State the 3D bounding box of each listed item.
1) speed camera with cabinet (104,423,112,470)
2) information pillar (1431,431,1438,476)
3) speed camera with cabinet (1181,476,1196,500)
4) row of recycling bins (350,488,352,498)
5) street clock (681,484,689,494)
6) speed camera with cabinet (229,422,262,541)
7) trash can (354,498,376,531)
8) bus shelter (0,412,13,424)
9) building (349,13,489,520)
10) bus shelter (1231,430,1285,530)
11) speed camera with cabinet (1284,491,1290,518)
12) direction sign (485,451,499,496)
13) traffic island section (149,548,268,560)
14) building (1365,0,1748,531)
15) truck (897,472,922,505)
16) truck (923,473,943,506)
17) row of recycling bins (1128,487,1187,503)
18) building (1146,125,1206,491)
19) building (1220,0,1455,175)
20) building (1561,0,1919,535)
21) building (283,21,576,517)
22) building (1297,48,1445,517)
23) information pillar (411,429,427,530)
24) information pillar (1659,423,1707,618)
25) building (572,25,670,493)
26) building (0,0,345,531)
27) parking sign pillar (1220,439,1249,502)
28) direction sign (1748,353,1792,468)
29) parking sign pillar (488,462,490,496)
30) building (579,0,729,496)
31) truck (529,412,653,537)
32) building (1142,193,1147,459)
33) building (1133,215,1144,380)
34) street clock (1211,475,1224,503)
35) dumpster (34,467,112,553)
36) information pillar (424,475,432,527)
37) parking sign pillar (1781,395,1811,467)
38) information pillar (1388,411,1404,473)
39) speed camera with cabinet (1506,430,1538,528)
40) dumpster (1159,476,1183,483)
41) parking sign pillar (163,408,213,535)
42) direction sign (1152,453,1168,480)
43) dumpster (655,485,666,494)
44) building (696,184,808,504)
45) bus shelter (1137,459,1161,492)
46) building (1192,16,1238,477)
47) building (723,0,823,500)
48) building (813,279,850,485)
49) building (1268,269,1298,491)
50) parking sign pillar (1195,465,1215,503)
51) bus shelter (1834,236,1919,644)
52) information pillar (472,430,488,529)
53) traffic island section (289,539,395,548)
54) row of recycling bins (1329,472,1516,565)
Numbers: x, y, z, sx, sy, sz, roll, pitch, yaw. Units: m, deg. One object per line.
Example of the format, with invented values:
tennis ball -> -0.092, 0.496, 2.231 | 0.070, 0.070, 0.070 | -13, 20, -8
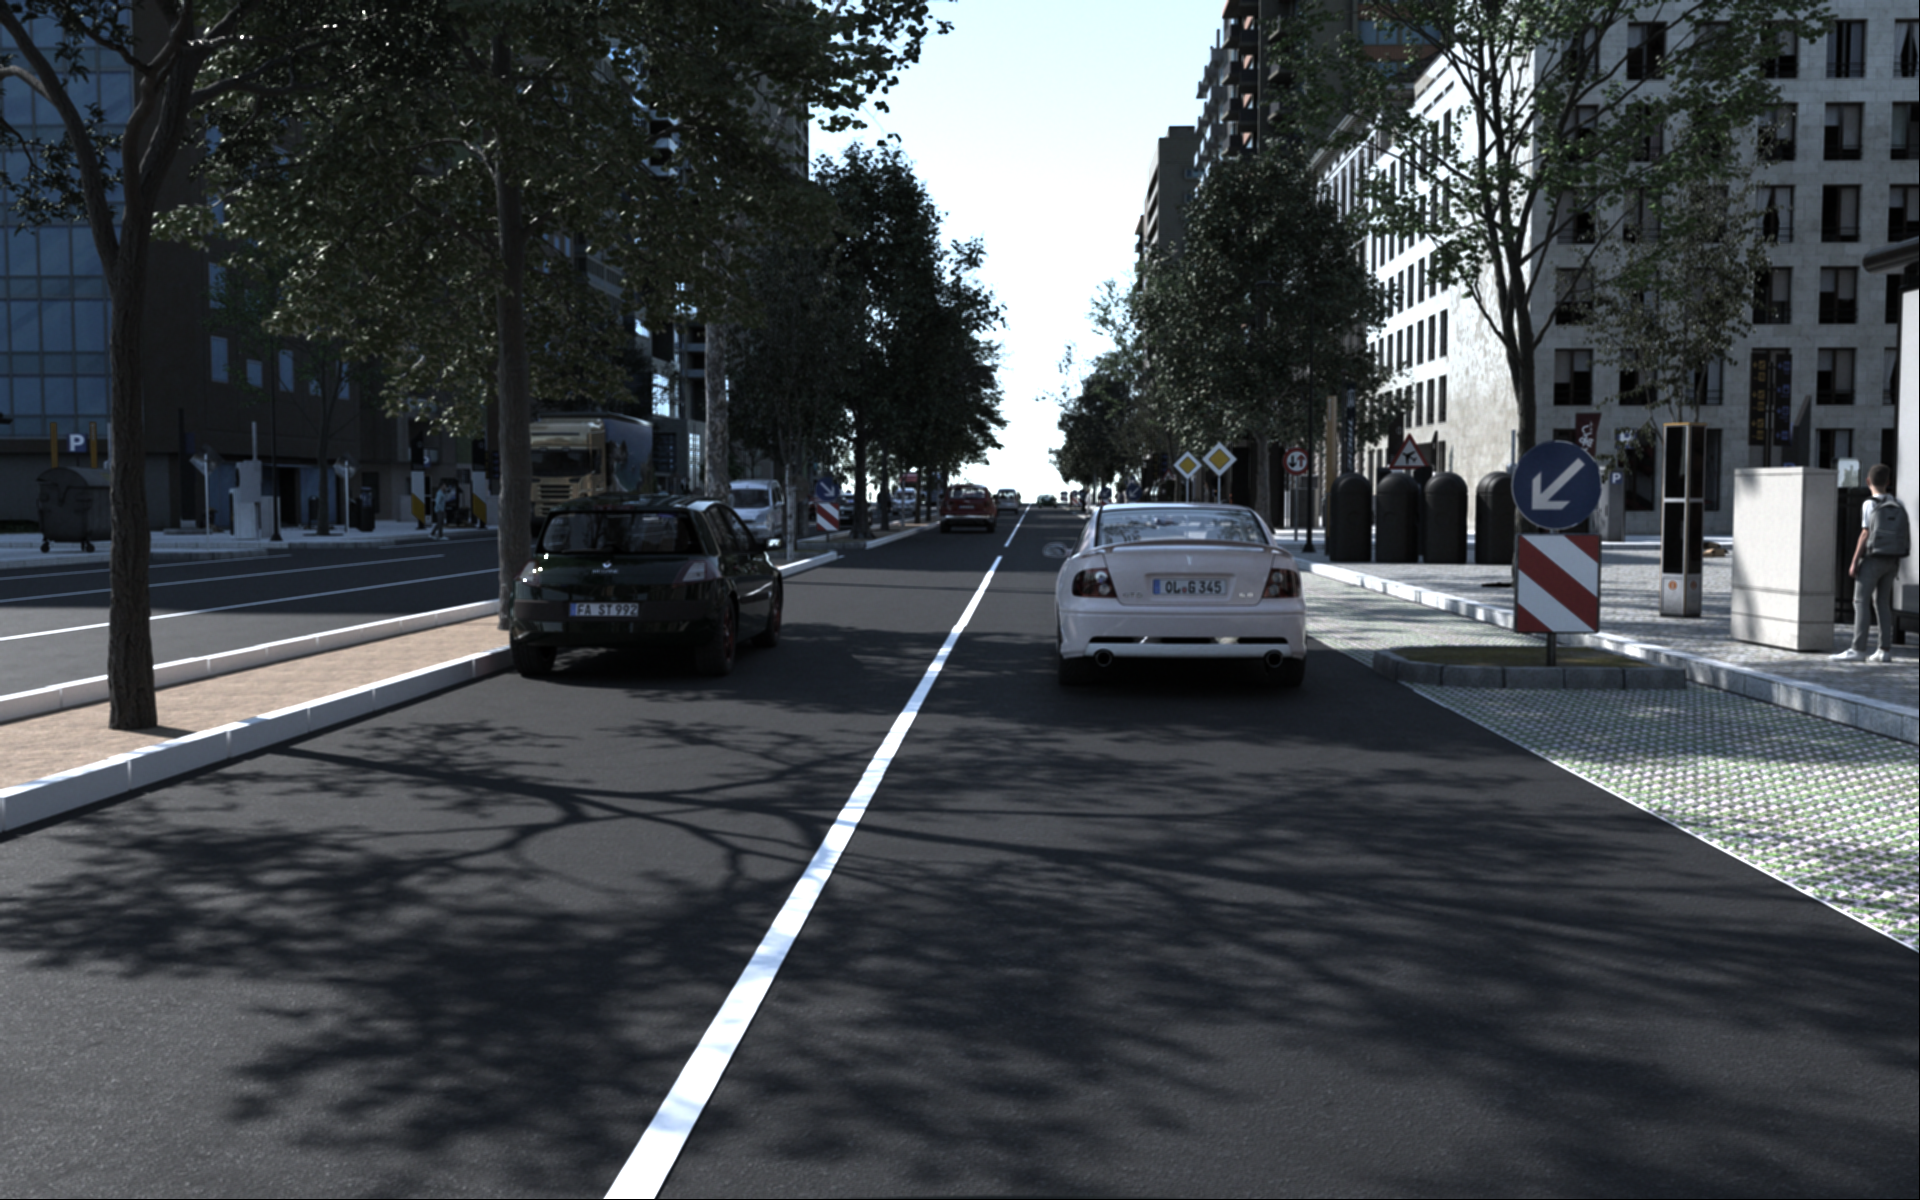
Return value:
speed camera with cabinet -> -23.014, -3.264, 47.703 | 0.660, 3.252, 2.038 | -3, 4, -38
information pillar -> 17.577, -4.456, 64.213 | 0.183, 3.616, 0.504 | 0, 4, 0
speed camera with cabinet -> 15.062, -7.308, 113.821 | 2.038, 3.252, 0.660 | 1, 4, 9
row of recycling bins -> -28.376, -4.384, 78.797 | 1.069, 1.692, 3.534 | 0, 4, -6
street clock -> -18.293, -6.764, 115.163 | 0.471, 2.002, 0.358 | 1, 4, 9
speed camera with cabinet -> -19.828, -3.282, 48.004 | 0.660, 3.252, 2.038 | -2, 4, -30
trash can -> -20.742, -2.983, 60.430 | 0.748, 1.137, 0.748 | 0, 3, 0
bus shelter -> -21.167, -2.451, 33.993 | 2.014, 3.302, 5.546 | 0, 4, 3
building -> -33.145, -24.686, 87.211 | 14.154, 41.232, 14.086 | 0, 4, 3
bus shelter -> 11.101, -4.543, 65.564 | 1.731, 3.624, 6.357 | 0, 4, 3
speed camera with cabinet -> 16.886, -5.980, 92.102 | 2.038, 3.252, 0.660 | 3, 5, 43
direction sign -> -24.444, -6.009, 90.250 | 0.876, 3.537, 0.379 | -2, 4, -34
traffic island section -> -17.066, -1.038, 39.254 | 2.009, 0.180, 2.903 | 0, 4, 3
building -> 23.896, -13.317, 72.489 | 10.420, 20.320, 16.860 | 0, 4, 3
truck -> -6.249, -14.103, 219.494 | 2.839, 4.237, 11.283 | 0, 4, 1
truck -> -2.738, -13.831, 215.899 | 2.967, 4.110, 18.799 | 0, 4, 2
row of recycling bins -> 11.743, -5.879, 103.235 | 3.534, 1.692, 1.069 | -1, 4, -17
building -> 35.477, -36.706, 223.842 | 21.300, 48.544, 21.600 | 0, 4, 3
building -> 32.831, -29.736, 140.809 | 22.147, 44.769, 28.867 | 0, 4, 3
building -> 26.291, -12.451, 58.322 | 16.860, 20.320, 10.420 | 0, 4, 3
building -> -34.279, -28.402, 114.485 | 14.600, 45.320, 14.200 | 0, 4, 3
building -> 24.962, -16.015, 90.730 | 11.050, 23.489, 19.941 | 0, 4, 3
information pillar -> -19.557, -4.352, 62.516 | 0.183, 3.616, 0.504 | 3, 5, 41
information pillar -> 7.513, -0.826, 18.003 | 0.304, 2.012, 0.304 | -2, 4, -34
building -> -40.009, -27.145, 135.700 | 32.217, 40.220, 23.993 | 0, 4, 3
building -> -32.431, -25.371, 64.932 | 14.600, 45.320, 14.200 | 0, 4, 3
parking sign pillar -> 13.203, -5.704, 81.727 | 1.447, 3.967, 1.447 | -3, 4, -36
direction sign -> 13.052, -2.200, 27.968 | 0.876, 3.537, 0.379 | -1, 4, -23
parking sign pillar -> -27.275, -6.716, 98.273 | 1.447, 3.967, 1.447 | 1, 4, 15
building -> -33.725, -51.915, 161.483 | 22.319, 86.520, 31.000 | 0, 4, 3
truck -> -13.143, -4.431, 61.368 | 2.839, 4.237, 11.283 | 0, 4, 1
building -> 32.947, -36.230, 242.464 | 14.600, 45.320, 14.200 | 0, 4, 3
building -> 37.796, -37.299, 264.465 | 22.147, 44.769, 28.867 | 0, 4, 3
street clock -> 9.762, -3.737, 65.673 | 0.471, 2.002, 0.358 | -2, 4, -30
dumpster -> -19.452, -1.998, 38.432 | 1.264, 1.857, 1.865 | 0, 4, 2
information pillar -> -20.662, -3.829, 67.095 | 0.304, 2.012, 0.304 | -2, 4, -35
parking sign pillar -> 22.560, -3.566, 46.780 | 1.447, 3.967, 1.447 | 3, 4, 38
information pillar -> 12.295, -3.517, 48.863 | 0.504, 3.616, 0.183 | -1, 4, -22
speed camera with cabinet -> 17.241, -3.572, 52.743 | 0.660, 3.252, 2.038 | 0, 4, -1
dumpster -> 10.703, -5.315, 89.388 | 1.502, 2.255, 1.985 | 0, 4, 2
parking sign pillar -> -24.602, -4.075, 55.099 | 1.447, 3.967, 1.447 | -2, 4, -26
direction sign -> 11.017, -6.337, 95.599 | 0.876, 3.537, 0.379 | 2, 4, 24
dumpster -> -17.988, -5.832, 101.115 | 1.264, 1.857, 1.865 | 0, 4, 2
building -> -27.464, -32.931, 222.021 | 14.154, 41.232, 14.086 | 0, 4, 3
bus shelter -> 13.025, -7.770, 118.315 | 1.731, 3.624, 6.357 | 0, 4, 3
building -> 34.933, -33.711, 170.790 | 23.786, 49.044, 30.456 | 0, 4, 3
building -> -29.268, -48.960, 238.746 | 20.563, 71.187, 20.611 | 0, 4, 3
building -> -29.636, -39.470, 264.948 | 23.786, 49.044, 30.456 | 0, 4, 3
building -> 25.760, -17.232, 110.618 | 11.050, 23.489, 19.941 | 0, 4, 3
parking sign pillar -> 12.004, -5.913, 85.153 | 1.447, 3.967, 1.447 | -1, 4, -13
bus shelter -> 8.711, -2.175, 13.195 | 2.179, 5.291, 8.768 | 0, 4, 3
information pillar -> -17.579, -4.404, 63.358 | 0.504, 3.616, 0.183 | -3, 5, -40
traffic island section -> -16.716, -1.526, 47.232 | 2.009, 0.180, 2.903 | 0, 4, 3
row of recycling bins -> 8.671, -1.546, 32.393 | 3.534, 1.692, 1.069 | 2, 4, 25
